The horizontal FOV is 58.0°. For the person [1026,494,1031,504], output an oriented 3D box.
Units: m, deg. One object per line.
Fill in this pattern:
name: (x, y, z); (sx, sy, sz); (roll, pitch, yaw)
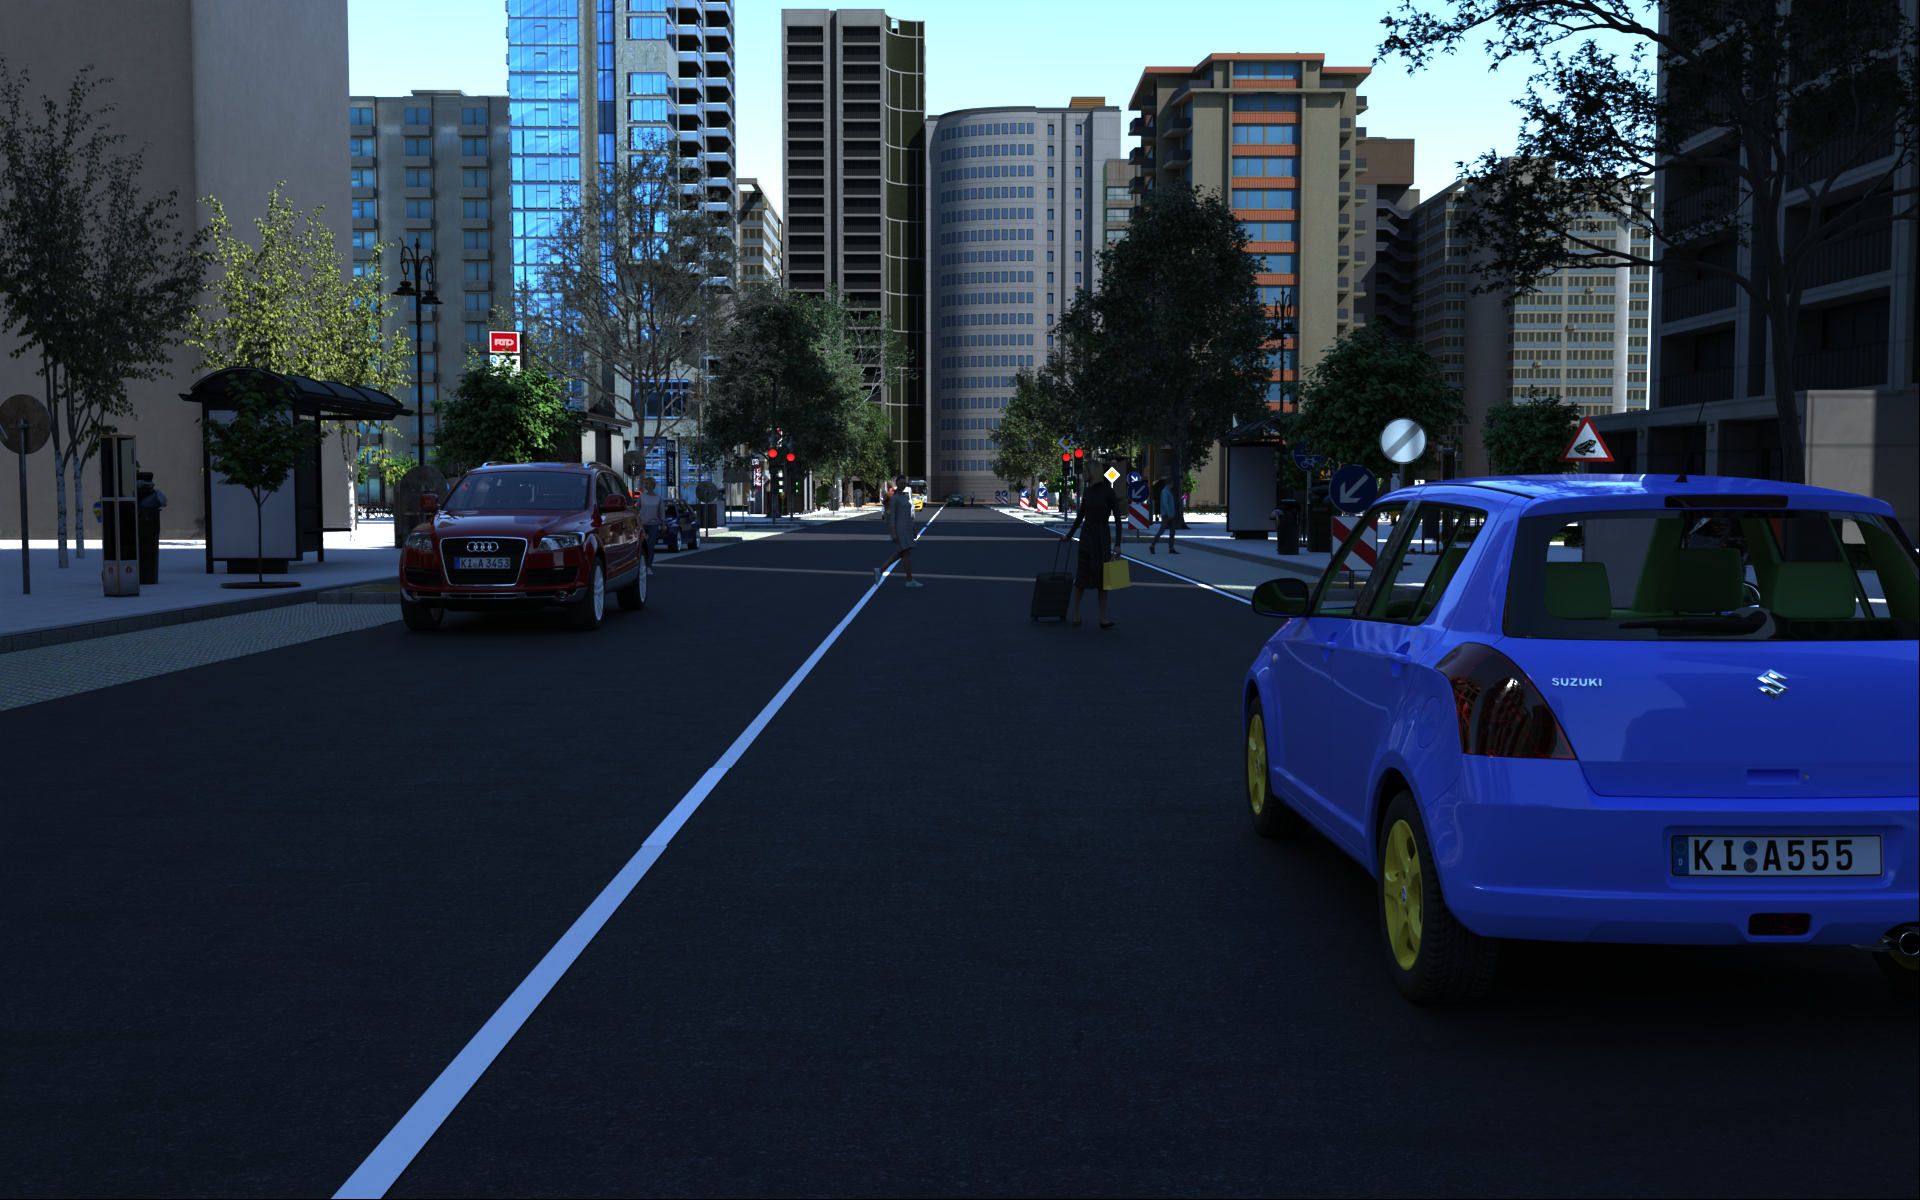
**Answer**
person: (8.801, -13.276, 223.833); (0.721, 1.736, 1.217); (-3, 5, -44)

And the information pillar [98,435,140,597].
information pillar: (-10.484, -1.047, 21.604); (0.304, 2.012, 0.304); (2, 4, 28)

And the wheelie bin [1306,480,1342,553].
wheelie bin: (8.057, -1.849, 38.138); (0.980, 1.594, 0.693); (2, 4, 32)

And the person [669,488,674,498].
person: (-24.443, -8.621, 147.092); (0.767, 1.812, 0.694); (-2, 4, -31)

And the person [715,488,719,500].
person: (-21.231, -8.964, 152.572); (0.822, 1.834, 0.622); (3, 5, 41)

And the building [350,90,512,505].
building: (-61.617, -36.006, 208.311); (30.456, 49.044, 23.786); (0, 4, 0)

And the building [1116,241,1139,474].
building: (24.587, -26.125, 198.844); (14.160, 30.474, 14.107); (0, 4, 0)

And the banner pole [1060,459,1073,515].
banner pole: (6.683, -7.254, 108.612); (0.863, 3.779, 0.401); (0, 4, 6)

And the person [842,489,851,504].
person: (-12.150, -10.816, 182.510); (1.348, 1.869, 0.705); (-1, 4, -9)

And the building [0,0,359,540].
building: (-32.969, -15.960, 54.453); (24.014, 27.812, 14.314); (0, 4, 0)

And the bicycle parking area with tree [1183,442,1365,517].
bicycle parking area with tree: (18.650, -7.268, 105.839); (9.016, 4.147, 8.231); (-1, 4, -14)

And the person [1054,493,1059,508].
person: (8.780, -9.175, 156.280); (0.641, 1.798, 0.478); (-1, 4, -9)

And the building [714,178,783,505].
building: (-33.670, -31.395, 205.189); (23.993, 40.220, 32.217); (0, 4, 0)

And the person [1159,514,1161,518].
person: (11.022, -5.367, 93.968); (0.661, 1.801, 0.590); (-2, 4, -30)

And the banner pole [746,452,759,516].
banner pole: (-12.241, -6.877, 102.448); (0.863, 3.779, 0.401); (-1, 4, -21)

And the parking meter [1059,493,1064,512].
parking meter: (7.235, -7.185, 123.191); (0.399, 1.863, 0.255); (-1, 4, -14)

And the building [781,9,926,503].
building: (-15.421, -50.197, 258.972); (20.611, 71.187, 20.563); (0, 4, 0)

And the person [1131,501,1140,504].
person: (8.656, -4.850, 85.925); (0.593, 1.750, 0.643); (-1, 4, -13)

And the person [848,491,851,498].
person: (-14.745, -13.581, 228.618); (0.617, 1.759, 0.750); (1, 4, 12)

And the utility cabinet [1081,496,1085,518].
utility cabinet: (6.529, -4.870, 90.784); (0.306, 1.237, 1.020); (1, 4, 10)

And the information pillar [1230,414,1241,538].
information pillar: (8.083, -3.624, 50.611); (0.183, 3.616, 0.504); (-1, 4, -12)

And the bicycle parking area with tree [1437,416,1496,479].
bicycle parking area with tree: (22.068, -4.665, 63.269); (8.231, 4.147, 9.016); (1, 4, 22)

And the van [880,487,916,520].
van: (-3.401, -5.428, 95.760); (2.013, 2.044, 4.112); (0, 4, 1)

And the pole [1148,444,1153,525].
pole: (7.790, -4.705, 70.777); (0.158, 3.312, 0.155); (0, 3, 0)

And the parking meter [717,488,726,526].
parking meter: (-9.639, -3.761, 69.904); (0.372, 1.533, 0.369); (0, 3, 0)

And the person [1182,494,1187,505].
person: (20.565, -9.162, 159.060); (0.599, 1.433, 0.991); (3, 5, 44)

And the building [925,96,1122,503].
building: (8.989, -43.891, 259.618); (28.212, 58.520, 21.231); (0, 4, 0)

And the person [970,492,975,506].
person: (1.492, -11.722, 201.092); (0.756, 1.711, 0.436); (-3, 4, -36)

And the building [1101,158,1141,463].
building: (24.404, -32.422, 213.693); (14.154, 41.232, 14.086); (0, 4, 0)

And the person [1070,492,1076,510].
person: (9.208, -8.162, 140.089); (0.593, 1.750, 0.643); (-1, 4, -10)

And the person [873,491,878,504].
person: (-10.743, -13.211, 222.753); (1.217, 1.735, 0.721); (3, 4, 39)

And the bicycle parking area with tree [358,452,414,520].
bicycle parking area with tree: (-31.966, -6.295, 89.925); (9.016, 4.147, 8.231); (0, 4, -5)

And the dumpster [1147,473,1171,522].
dumpster: (9.600, -4.829, 81.442); (1.502, 2.255, 1.985); (0, 4, 0)

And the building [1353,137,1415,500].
building: (46.718, -34.461, 213.542); (14.200, 45.320, 14.600); (0, 4, 0)

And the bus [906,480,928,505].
bus: (-5.573, -14.077, 225.011); (2.948, 3.499, 13.247); (0, 4, -1)

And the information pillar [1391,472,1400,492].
information pillar: (17.549, -4.786, 69.613); (0.504, 3.616, 0.183); (2, 4, 33)

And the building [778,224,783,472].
building: (-32.757, -35.046, 256.588); (14.086, 41.232, 14.154); (0, 4, 0)

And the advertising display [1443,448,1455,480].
advertising display: (6.969, -1.194, 24.742); (0.123, 1.923, 0.974); (1, 4, 18)

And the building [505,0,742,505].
building: (-32.773, -52.460, 170.384); (22.319, 86.520, 31.000); (0, 4, 0)

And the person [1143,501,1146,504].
person: (15.034, -8.197, 141.060); (0.522, 1.701, 0.512); (-1, 4, -14)

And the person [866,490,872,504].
person: (-12.247, -13.563, 227.811); (1.348, 1.822, 0.705); (-1, 4, -11)

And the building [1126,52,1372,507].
building: (28.668, -31.933, 176.724); (22.147, 44.769, 28.867); (0, 4, 0)

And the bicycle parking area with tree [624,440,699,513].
bicycle parking area with tree: (-20.109, -6.499, 93.256); (8.231, 4.147, 9.016); (2, 4, 32)

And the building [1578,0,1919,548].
building: (30.090, -37.005, 43.287); (20.563, 71.187, 20.611); (0, 4, 0)

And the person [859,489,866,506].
person: (-10.908, -11.293, 190.708); (1.348, 1.821, 0.705); (-3, 4, -37)

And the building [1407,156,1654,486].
building: (66.092, -31.403, 205.323); (23.993, 40.220, 32.217); (0, 4, 0)

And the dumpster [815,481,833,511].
dumpster: (-10.133, -7.817, 130.307); (1.502, 2.255, 1.985); (0, 4, 0)

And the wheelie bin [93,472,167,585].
wheelie bin: (-11.739, -1.021, 24.600); (0.693, 1.594, 0.980); (3, 5, 43)

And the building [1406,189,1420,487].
building: (55.494, -38.943, 260.416); (21.600, 48.544, 21.300); (0, 4, 0)

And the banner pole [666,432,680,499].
banner pole: (-11.593, -4.910, 70.295); (0.863, 3.779, 0.401); (-3, 5, -44)

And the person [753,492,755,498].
person: (-16.914, -8.421, 143.902); (0.511, 1.800, 0.466); (-1, 4, -10)

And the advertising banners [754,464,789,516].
advertising banners: (-11.045, -6.429, 101.295); (2.074, 3.025, 0.090); (1, 4, 10)

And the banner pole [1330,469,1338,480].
banner pole: (8.633, -3.056, 39.987); (0.401, 3.779, 0.863); (0, 4, 1)
